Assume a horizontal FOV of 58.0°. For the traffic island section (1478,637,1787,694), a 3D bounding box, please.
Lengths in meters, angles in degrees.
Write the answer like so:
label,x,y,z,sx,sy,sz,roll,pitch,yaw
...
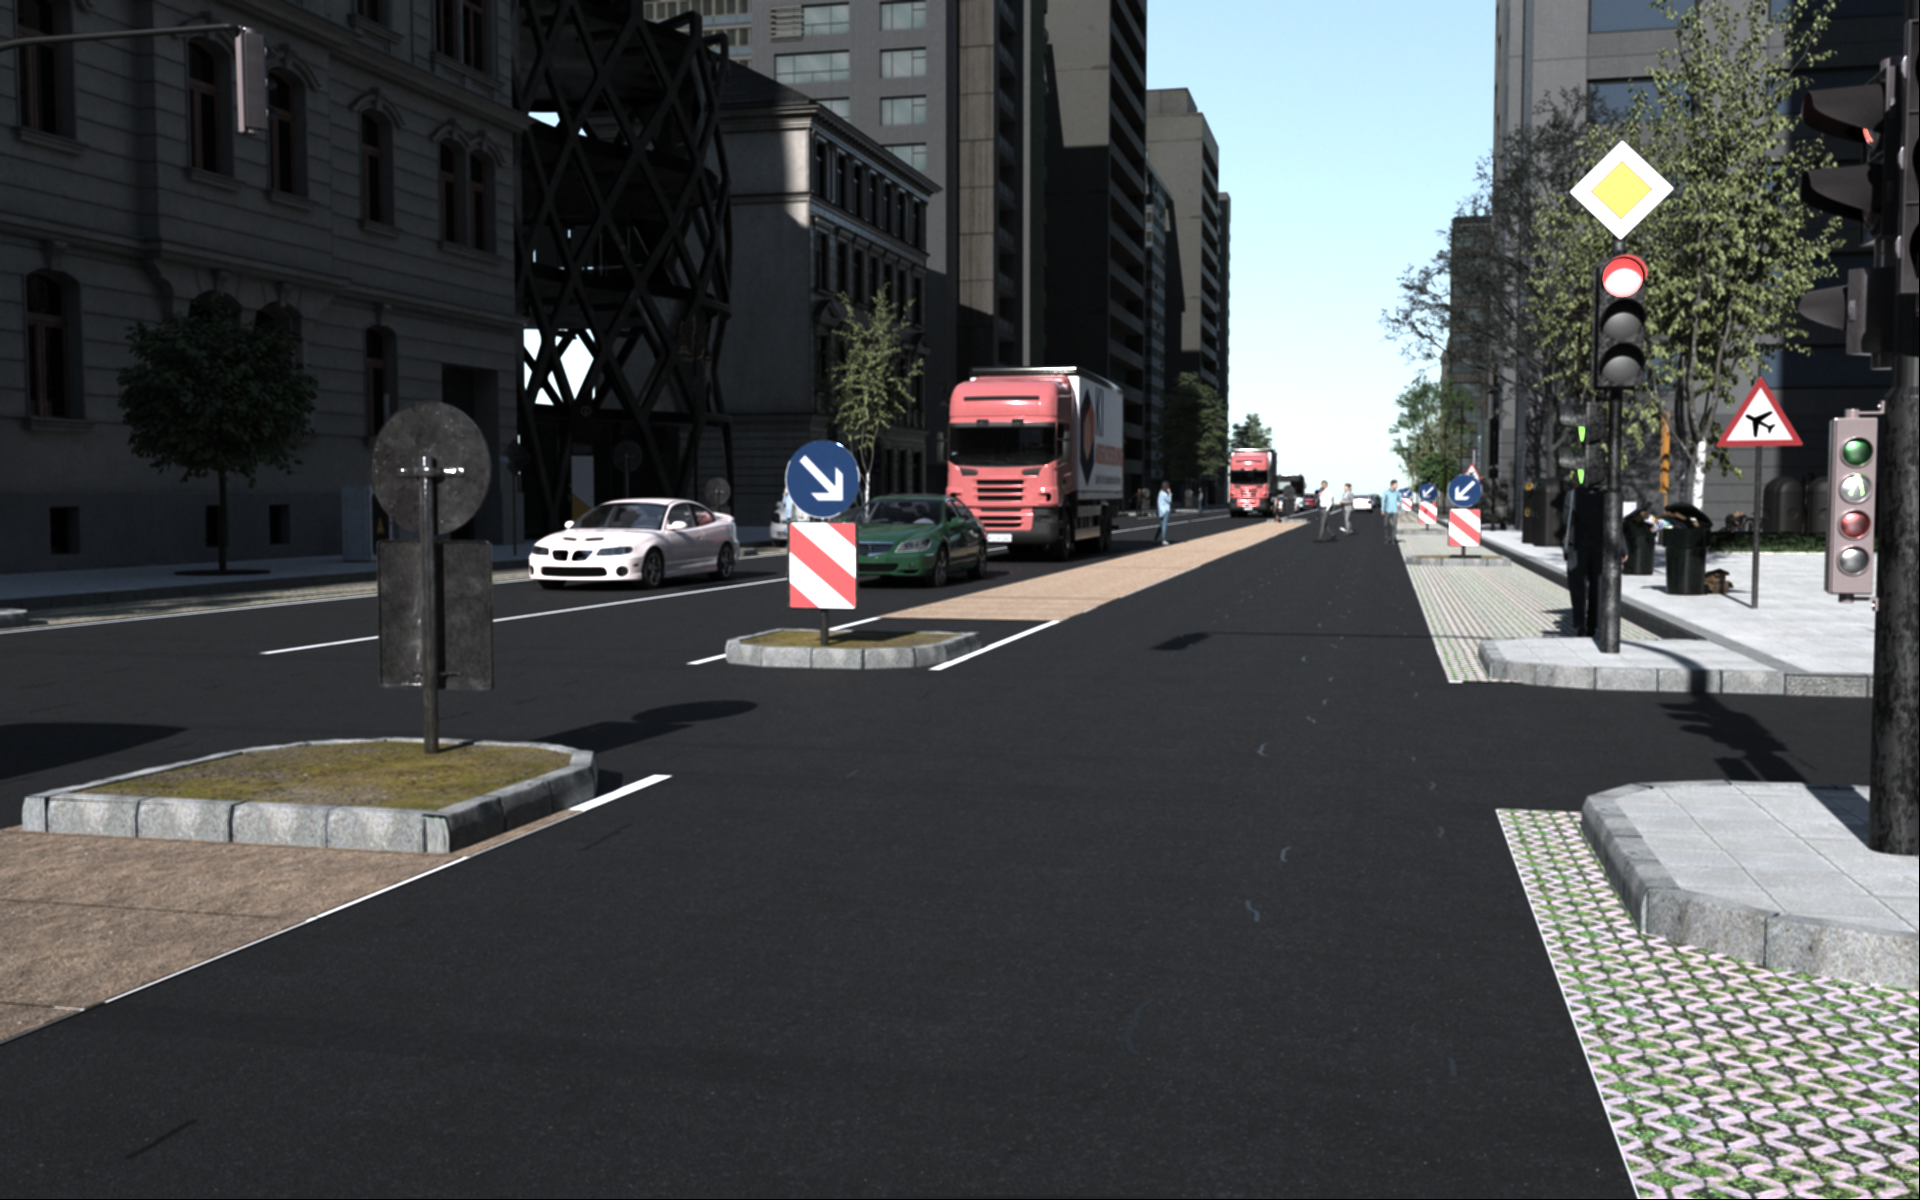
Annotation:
label,x,y,z,sx,sy,sz,roll,pitch,yaw
traffic island section,5.282,0.505,14.017,2.009,0.180,2.903,1,4,14

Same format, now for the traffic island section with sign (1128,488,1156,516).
label,x,y,z,sx,sy,sz,roll,pitch,yaw
traffic island section with sign,12.294,-6.500,114.906,1.989,1.847,2.006,1,4,14

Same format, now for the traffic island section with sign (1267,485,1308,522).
label,x,y,z,sx,sy,sz,roll,pitch,yaw
traffic island section with sign,16.709,-4.898,88.218,2.006,1.907,1.989,1,4,14

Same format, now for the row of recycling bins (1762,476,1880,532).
label,x,y,z,sx,sy,sz,roll,pitch,yaw
row of recycling bins,20.634,-2.030,40.302,3.534,1.692,1.069,1,4,15

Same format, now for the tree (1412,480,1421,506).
label,x,y,z,sx,sy,sz,roll,pitch,yaw
tree,51.185,-12.113,192.650,1.663,3.219,1.824,0,3,0

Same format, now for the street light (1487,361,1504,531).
label,x,y,z,sx,sy,sz,roll,pitch,yaw
street light,18.550,-5.343,60.139,0.468,5.910,1.993,1,4,14

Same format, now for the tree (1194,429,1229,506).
label,x,y,z,sx,sy,sz,roll,pitch,yaw
tree,25.741,-14.047,180.024,4.360,8.622,3.978,0,3,0

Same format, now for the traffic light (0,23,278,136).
label,x,y,z,sx,sy,sz,roll,pitch,yaw
traffic light,-9.140,-2.614,17.411,4.771,5.953,1.251,1,4,14

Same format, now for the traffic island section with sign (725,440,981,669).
label,x,y,z,sx,sy,sz,roll,pitch,yaw
traffic island section with sign,-1.005,-0.431,15.189,2.006,1.907,1.989,1,4,14

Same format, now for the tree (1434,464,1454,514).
label,x,y,z,sx,sy,sz,roll,pitch,yaw
tree,31.271,-7.126,111.110,1.663,3.219,1.824,0,3,0

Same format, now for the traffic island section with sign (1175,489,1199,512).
label,x,y,z,sx,sy,sz,roll,pitch,yaw
traffic island section with sign,18.654,-8.102,141.103,1.989,1.847,2.006,1,4,14

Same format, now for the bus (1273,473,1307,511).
label,x,y,z,sx,sy,sz,roll,pitch,yaw
bus,27.983,-9.318,147.215,2.948,3.499,13.247,1,4,12

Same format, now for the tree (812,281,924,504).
label,x,y,z,sx,sy,sz,roll,pitch,yaw
tree,-3.272,-6.750,60.724,4.737,8.622,4.395,0,3,0

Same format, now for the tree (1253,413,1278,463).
label,x,y,z,sx,sy,sz,roll,pitch,yaw
tree,40.537,-19.789,241.675,7.486,12.596,7.792,0,3,0

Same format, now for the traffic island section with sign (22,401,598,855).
label,x,y,z,sx,sy,sz,roll,pitch,yaw
traffic island section with sign,-2.761,0.009,7.993,2.006,1.907,1.989,1,4,14

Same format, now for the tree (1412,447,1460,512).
label,x,y,z,sx,sy,sz,roll,pitch,yaw
tree,33.711,-8.491,122.548,4.285,4.588,4.351,0,3,0

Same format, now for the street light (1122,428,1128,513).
label,x,y,z,sx,sy,sz,roll,pitch,yaw
street light,11.243,-8.941,118.977,0.468,5.910,1.993,1,4,14

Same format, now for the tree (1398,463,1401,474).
label,x,y,z,sx,sy,sz,roll,pitch,yaw
tree,44.992,-13.341,168.492,4.737,8.622,4.395,0,3,0

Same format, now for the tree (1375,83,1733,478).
label,x,y,z,sx,sy,sz,roll,pitch,yaw
tree,17.736,-8.629,51.448,12.009,13.543,11.850,0,3,0

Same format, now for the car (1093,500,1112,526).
label,x,y,z,sx,sy,sz,roll,pitch,yaw
car,4.955,-3.545,69.756,2.131,1.459,4.920,1,4,15

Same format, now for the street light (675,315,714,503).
label,x,y,z,sx,sy,sz,roll,pitch,yaw
street light,-6.849,-4.406,44.833,0.468,5.910,1.993,1,4,14

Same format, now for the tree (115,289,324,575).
label,x,y,z,sx,sy,sz,roll,pitch,yaw
tree,-11.897,-2.695,27.771,4.285,4.588,4.351,0,3,0

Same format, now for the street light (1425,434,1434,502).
label,x,y,z,sx,sy,sz,roll,pitch,yaw
street light,36.463,-9.870,134.155,0.468,5.910,1.993,1,4,14

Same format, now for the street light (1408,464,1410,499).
label,x,y,z,sx,sy,sz,roll,pitch,yaw
street light,56.300,-14.847,215.530,0.468,5.910,1.993,1,4,14

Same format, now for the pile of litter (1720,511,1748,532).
label,x,y,z,sx,sy,sz,roll,pitch,yaw
pile of litter,19.796,-1.874,44.610,1.176,0.858,1.719,-1,4,-9

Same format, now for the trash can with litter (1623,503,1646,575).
label,x,y,z,sx,sy,sz,roll,pitch,yaw
trash can with litter,10.553,-0.991,27.589,1.055,1.170,0.624,2,4,24

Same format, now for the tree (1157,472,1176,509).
label,x,y,z,sx,sy,sz,roll,pitch,yaw
tree,18.278,-9.706,153.292,1.663,3.219,1.824,0,3,0

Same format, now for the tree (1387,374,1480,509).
label,x,y,z,sx,sy,sz,roll,pitch,yaw
tree,40.762,-13.668,149.228,9.928,11.665,9.643,0,3,0

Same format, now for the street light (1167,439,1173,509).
label,x,y,z,sx,sy,sz,roll,pitch,yaw
street light,17.606,-10.531,144.973,0.468,5.910,1.993,1,4,14

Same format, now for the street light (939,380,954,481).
label,x,y,z,sx,sy,sz,roll,pitch,yaw
street light,-0.475,-5.976,70.495,0.468,5.910,1.993,1,4,14

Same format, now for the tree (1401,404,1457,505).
label,x,y,z,sx,sy,sz,roll,pitch,yaw
tree,39.027,-11.655,140.920,4.737,8.622,4.395,0,3,0

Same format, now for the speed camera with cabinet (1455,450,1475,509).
label,x,y,z,sx,sy,sz,roll,pitch,yaw
speed camera with cabinet,23.015,-5.162,78.734,0.660,3.252,2.038,0,4,5

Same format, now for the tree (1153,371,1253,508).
label,x,y,z,sx,sy,sz,roll,pitch,yaw
tree,21.466,-14.834,160.660,7.486,12.596,7.792,0,3,0

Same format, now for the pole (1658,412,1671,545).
label,x,y,z,sx,sy,sz,roll,pitch,yaw
pole,17.583,-3.021,43.233,0.158,3.312,0.155,0,3,0

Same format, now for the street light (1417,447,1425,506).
label,x,y,z,sx,sy,sz,roll,pitch,yaw
street light,42.792,-11.452,160.034,0.468,5.910,1.993,1,4,14

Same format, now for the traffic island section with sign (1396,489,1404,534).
label,x,y,z,sx,sy,sz,roll,pitch,yaw
traffic island section with sign,16.504,-3.239,61.587,1.989,1.847,2.006,1,4,14

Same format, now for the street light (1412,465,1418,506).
label,x,y,z,sx,sy,sz,roll,pitch,yaw
street light,49.977,-13.239,189.240,0.468,5.910,1.993,1,4,14

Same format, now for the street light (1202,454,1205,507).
label,x,y,z,sx,sy,sz,roll,pitch,yaw
street light,24.521,-12.314,174.113,0.468,5.910,1.993,1,4,14

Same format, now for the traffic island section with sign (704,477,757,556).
label,x,y,z,sx,sy,sz,roll,pitch,yaw
traffic island section with sign,-5.818,-1.936,40.275,1.989,1.847,2.006,1,4,14

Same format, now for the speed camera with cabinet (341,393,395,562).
label,x,y,z,sx,sy,sz,roll,pitch,yaw
speed camera with cabinet,-11.198,-2.391,33.435,0.660,3.252,2.038,1,4,8

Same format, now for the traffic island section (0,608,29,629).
label,x,y,z,sx,sy,sz,roll,pitch,yaw
traffic island section,-11.230,0.261,18.014,2.009,0.180,2.903,1,4,14

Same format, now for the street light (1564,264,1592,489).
label,x,y,z,sx,sy,sz,roll,pitch,yaw
street light,12.291,-3.771,34.449,0.468,5.910,1.993,1,4,14

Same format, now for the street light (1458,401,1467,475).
label,x,y,z,sx,sy,sz,roll,pitch,yaw
street light,24.835,-6.914,85.824,0.468,5.910,1.993,1,4,14

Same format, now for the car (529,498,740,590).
label,x,y,z,sx,sy,sz,roll,pitch,yaw
car,-5.086,-0.933,27.614,2.083,1.381,4.827,1,4,15

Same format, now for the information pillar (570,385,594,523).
label,x,y,z,sx,sy,sz,roll,pitch,yaw
information pillar,-8.134,-2.815,37.387,0.504,3.616,0.183,-1,4,-15

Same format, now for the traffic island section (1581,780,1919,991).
label,x,y,z,sx,sy,sz,roll,pitch,yaw
traffic island section,3.399,0.980,6.256,2.009,0.180,2.903,1,4,14

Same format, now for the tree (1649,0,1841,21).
label,x,y,z,sx,sy,sz,roll,pitch,yaw
tree,10.266,-4.512,24.141,4.737,8.622,4.395,0,3,0

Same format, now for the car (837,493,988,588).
label,x,y,z,sx,sy,sz,roll,pitch,yaw
car,-0.798,-1.003,28.198,2.131,1.459,4.920,1,4,13

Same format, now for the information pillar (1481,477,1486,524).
label,x,y,z,sx,sy,sz,roll,pitch,yaw
information pillar,22.180,-4.241,73.829,0.304,2.012,0.304,-3,5,-44

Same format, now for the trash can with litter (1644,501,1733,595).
label,x,y,z,sx,sy,sz,roll,pitch,yaw
trash can with litter,9.439,-0.666,22.277,1.055,1.170,0.624,-2,4,-34

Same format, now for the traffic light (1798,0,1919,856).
label,x,y,z,sx,sy,sz,roll,pitch,yaw
traffic light,1.308,-1.947,6.504,4.771,5.953,1.251,1,4,14

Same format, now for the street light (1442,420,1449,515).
label,x,y,z,sx,sy,sz,roll,pitch,yaw
street light,30.304,-8.285,108.239,0.468,5.910,1.993,1,4,14

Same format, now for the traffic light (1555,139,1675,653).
label,x,y,z,sx,sy,sz,roll,pitch,yaw
traffic light,5.246,-1.528,13.912,0.839,4.253,0.868,1,4,14

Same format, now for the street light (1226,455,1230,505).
label,x,y,z,sx,sy,sz,roll,pitch,yaw
street light,30.898,-13.884,199.784,0.468,5.910,1.993,1,4,14

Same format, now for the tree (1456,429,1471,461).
label,x,y,z,sx,sy,sz,roll,pitch,yaw
tree,14.550,-5.441,39.317,4.737,8.622,4.395,0,3,0

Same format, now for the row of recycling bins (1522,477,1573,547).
label,x,y,z,sx,sy,sz,roll,pitch,yaw
row of recycling bins,14.881,-2.242,43.765,1.069,1.692,3.534,1,4,12

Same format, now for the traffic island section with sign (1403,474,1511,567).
label,x,y,z,sx,sy,sz,roll,pitch,yaw
traffic island section with sign,10.090,-1.622,35.152,1.989,1.847,2.006,1,4,14
